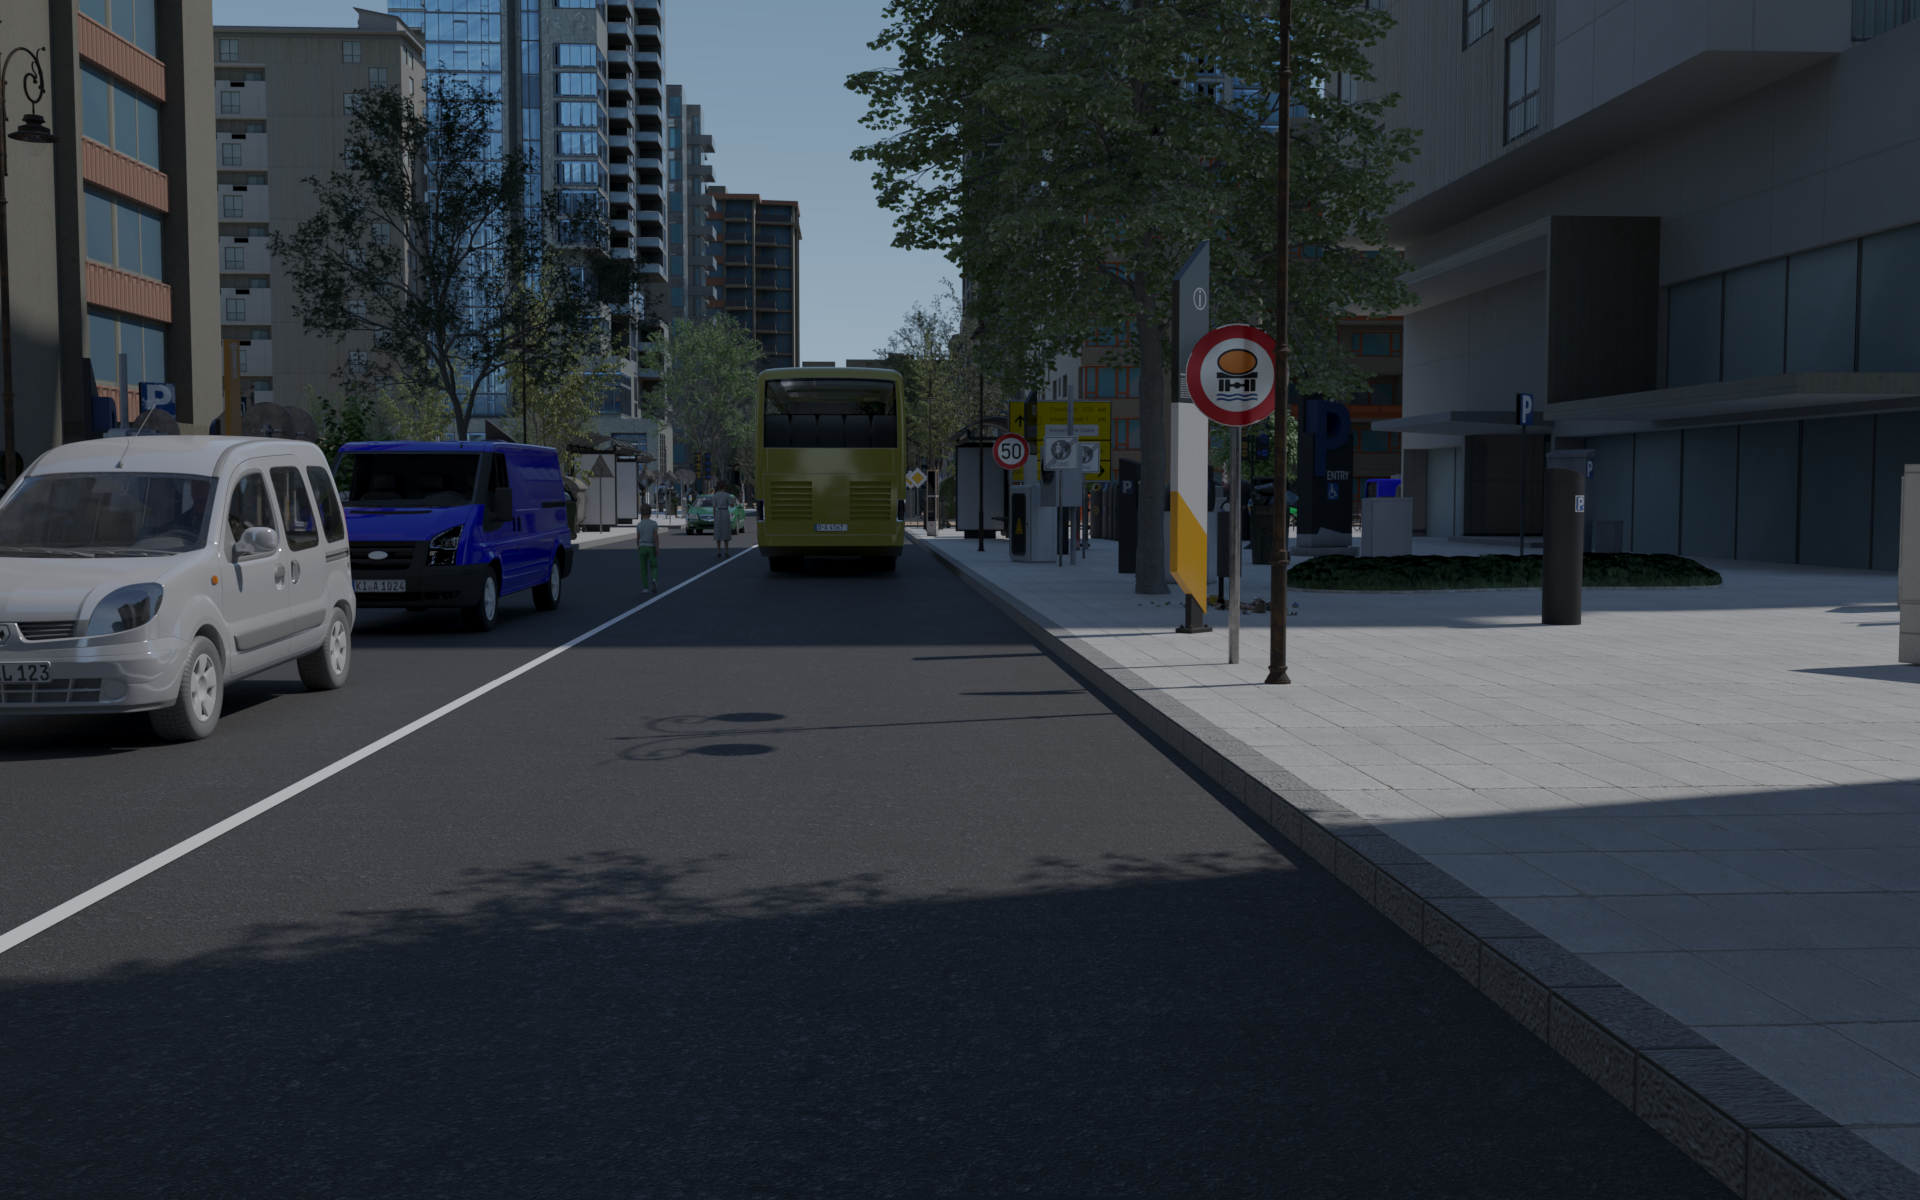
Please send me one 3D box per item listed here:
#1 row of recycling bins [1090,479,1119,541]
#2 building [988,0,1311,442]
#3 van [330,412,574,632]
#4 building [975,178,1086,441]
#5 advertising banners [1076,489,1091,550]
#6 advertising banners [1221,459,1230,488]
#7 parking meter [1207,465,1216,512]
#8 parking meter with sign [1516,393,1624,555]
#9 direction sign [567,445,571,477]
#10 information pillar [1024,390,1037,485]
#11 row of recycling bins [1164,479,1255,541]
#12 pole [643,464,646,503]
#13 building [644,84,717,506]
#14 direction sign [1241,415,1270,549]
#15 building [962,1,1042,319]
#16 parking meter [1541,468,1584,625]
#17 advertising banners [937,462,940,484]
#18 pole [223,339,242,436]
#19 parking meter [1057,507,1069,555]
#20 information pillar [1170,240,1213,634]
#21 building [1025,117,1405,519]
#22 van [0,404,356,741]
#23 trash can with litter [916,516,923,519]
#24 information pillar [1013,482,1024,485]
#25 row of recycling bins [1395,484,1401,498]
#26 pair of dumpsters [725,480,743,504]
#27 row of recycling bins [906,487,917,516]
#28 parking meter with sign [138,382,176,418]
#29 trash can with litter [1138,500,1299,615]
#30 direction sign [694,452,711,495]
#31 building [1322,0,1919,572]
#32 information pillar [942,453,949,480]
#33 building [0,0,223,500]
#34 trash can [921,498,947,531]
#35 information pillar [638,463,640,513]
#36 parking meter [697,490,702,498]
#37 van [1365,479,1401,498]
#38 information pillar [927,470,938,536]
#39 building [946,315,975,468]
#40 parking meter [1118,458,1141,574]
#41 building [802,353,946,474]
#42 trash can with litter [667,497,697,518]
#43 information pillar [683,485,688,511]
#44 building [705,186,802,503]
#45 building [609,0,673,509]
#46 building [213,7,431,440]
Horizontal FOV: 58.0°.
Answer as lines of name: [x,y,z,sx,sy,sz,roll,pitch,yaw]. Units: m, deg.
row of recycling bins: [4.462,-2.539,48.629,1.069,1.692,3.534,-1,4,-9]
building: [14.455,-50.121,132.150,22.319,86.520,31.000,0,4,-3]
van: [-5.873,-0.941,19.770,2.240,2.365,5.245,0,4,-2]
building: [8.245,-23.753,160.063,14.160,30.474,14.107,0,4,-3]
advertising banners: [2.683,-2.653,39.556,0.090,3.025,2.074,1,4,19]
advertising banners: [12.007,-4.795,74.590,0.090,3.025,2.074,-3,5,-42]
parking meter: [4.324,-1.531,30.746,0.399,1.863,0.255,0,4,3]
parking meter with sign: [10.431,-2.039,29.605,1.738,3.016,0.543,3,5,40]
direction sign: [-17.259,-5.217,77.301,0.876,3.537,0.379,3,5,43]
information pillar: [1.508,-2.784,36.870,0.183,3.616,0.504,2,4,29]
row of recycling bins: [7.274,-2.499,47.967,3.534,1.692,1.069,2,4,32]
pole: [-21.582,-7.625,118.518,0.158,3.312,0.155,0,3,0]
building: [-44.023,-35.599,201.650,30.456,49.044,23.786,0,4,-3]
direction sign: [6.791,-2.952,40.259,0.876,3.537,0.379,3,5,40]
building: [8.864,-46.925,205.482,20.563,71.187,20.611,0,4,-3]
parking meter: [5.936,-0.529,17.052,0.372,1.533,0.369,0,3,0]
advertising banners: [-1.006,-5.891,92.509,0.090,3.025,2.074,-1,4,-10]
pole: [-9.595,-1.778,22.906,0.158,3.312,0.155,0,3,0]
parking meter: [2.122,-1.729,36.687,0.372,1.533,0.369,0,3,0]
information pillar: [2.115,-1.501,15.895,0.183,3.616,0.504,3,5,42]
building: [19.437,-15.493,98.347,28.899,21.520,27.650,0,4,-3]
van: [-5.296,-0.264,11.326,2.013,2.044,4.112,0,4,-3]
trash can with litter: [-1.779,-4.759,88.873,1.678,1.210,2.233,2,4,24]
information pillar: [1.528,-2.440,44.380,0.304,2.012,0.304,2,4,35]
row of recycling bins: [16.717,-3.412,62.901,1.069,1.692,3.534,3,4,36]
pair of dumpsters: [-16.133,-7.292,121.711,1.574,2.255,4.437,0,4,-3]
row of recycling bins: [-3.136,-5.910,103.734,1.069,1.692,3.534,0,4,-5]
parking meter with sign: [-13.200,-1.921,27.671,1.738,3.016,0.543,3,4,38]
trash can with litter: [3.032,-0.501,19.252,1.678,1.210,2.233,-1,4,-12]
direction sign: [-13.964,-6.244,94.082,0.876,3.537,0.379,0,4,-5]
building: [25.103,-27.520,39.184,28.713,52.752,27.495,0,4,-3]
information pillar: [-0.828,-6.565,98.691,0.183,3.616,0.504,-3,5,-39]
building: [-33.497,-23.746,42.872,28.867,44.769,22.147,0,4,-3]
trash can: [-0.958,-2.923,59.444,0.748,1.137,0.748,0,3,0]
information pillar: [-22.142,-7.817,119.161,0.183,3.616,0.504,-1,4,-13]
parking meter: [-17.694,-6.692,117.824,0.372,1.533,0.369,0,3,0]
van: [19.370,-4.089,71.246,5.245,2.365,2.240,0,4,-4]
information pillar: [-0.837,-2.942,52.587,0.304,2.012,0.304,1,4,11]
building: [13.382,-20.641,182.520,27.650,21.520,28.899,0,4,-3]
parking meter: [2.780,-1.362,27.975,0.399,1.863,0.255,3,5,40]
building: [-8.569,-25.007,253.895,28.899,21.520,27.650,0,4,-3]
trash can with litter: [-14.584,-4.991,92.659,2.233,1.210,1.678,1,4,23]
information pillar: [-21.139,-7.870,133.171,0.304,2.012,0.304,-2,4,-31]
building: [-37.214,-36.318,248.423,28.867,44.769,22.147,0,4,-3]
building: [-37.764,-51.822,159.964,22.319,86.520,31.000,0,4,-3]
building: [-72.754,-37.151,196.665,27.495,52.752,28.713,0,4,-3]
